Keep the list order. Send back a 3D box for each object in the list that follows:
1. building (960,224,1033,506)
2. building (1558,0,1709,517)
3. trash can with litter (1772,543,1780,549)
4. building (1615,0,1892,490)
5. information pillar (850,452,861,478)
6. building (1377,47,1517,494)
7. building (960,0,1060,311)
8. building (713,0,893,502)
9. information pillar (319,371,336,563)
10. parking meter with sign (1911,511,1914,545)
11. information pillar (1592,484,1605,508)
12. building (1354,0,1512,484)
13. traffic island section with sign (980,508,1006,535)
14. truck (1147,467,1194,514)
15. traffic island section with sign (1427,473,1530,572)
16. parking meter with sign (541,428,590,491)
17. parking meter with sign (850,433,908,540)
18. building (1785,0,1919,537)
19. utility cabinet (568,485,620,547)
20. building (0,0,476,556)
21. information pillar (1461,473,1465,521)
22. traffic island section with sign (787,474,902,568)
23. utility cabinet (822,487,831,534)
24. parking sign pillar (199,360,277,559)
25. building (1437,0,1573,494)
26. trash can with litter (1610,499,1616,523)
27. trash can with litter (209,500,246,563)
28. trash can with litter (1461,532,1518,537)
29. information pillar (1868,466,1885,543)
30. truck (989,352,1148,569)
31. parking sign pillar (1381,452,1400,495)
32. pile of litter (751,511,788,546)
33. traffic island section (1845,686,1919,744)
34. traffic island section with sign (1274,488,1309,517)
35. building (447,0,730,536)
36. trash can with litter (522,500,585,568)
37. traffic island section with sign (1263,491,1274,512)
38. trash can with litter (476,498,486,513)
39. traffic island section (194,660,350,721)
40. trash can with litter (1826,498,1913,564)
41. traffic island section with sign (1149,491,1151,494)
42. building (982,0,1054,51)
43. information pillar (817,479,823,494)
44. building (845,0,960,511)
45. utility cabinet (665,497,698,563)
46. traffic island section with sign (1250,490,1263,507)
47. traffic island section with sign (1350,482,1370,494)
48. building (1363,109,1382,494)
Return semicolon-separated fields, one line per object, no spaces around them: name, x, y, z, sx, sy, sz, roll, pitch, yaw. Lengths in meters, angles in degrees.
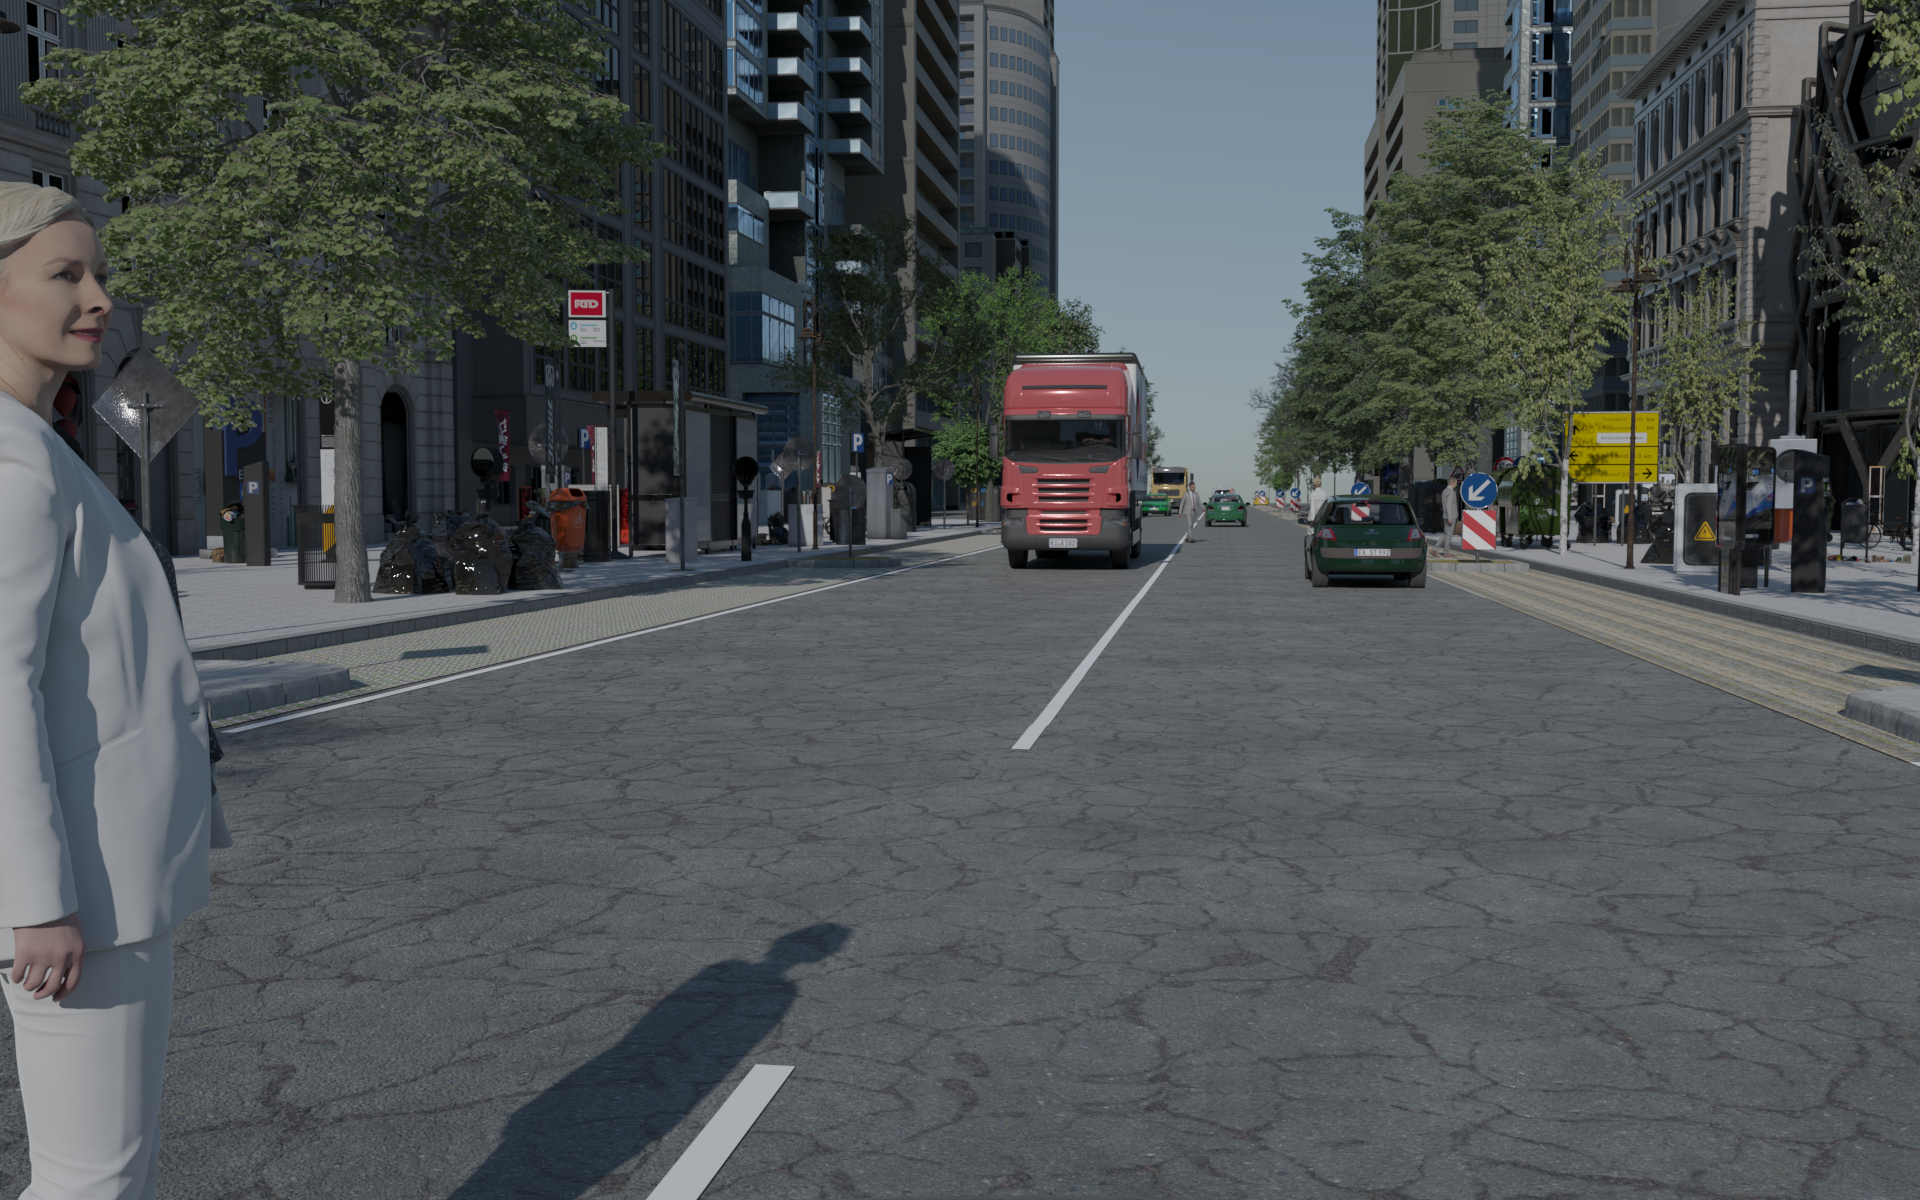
building;0.283;-25.554;189.508;14.160;30.474;14.107;1;4;8
building;49.581;-25.042;101.317;32.217;40.220;23.993;1;4;8
trash can with litter;18.762;-1.772;40.353;0.624;1.170;1.055;1;4;13
building;34.884;-14.839;71.490;11.050;23.489;19.941;1;4;8
information pillar;-4.055;-4.625;66.975;0.504;3.616;0.183;3;4;38
building;57.116;-34.355;185.403;21.300;48.544;21.600;1;4;8
building;0.199;-40.857;210.018;21.231;58.520;28.212;1;4;8
building;-15.976;-48.344;103.088;22.319;86.520;31.000;1;4;8
information pillar;-11.651;-2.498;32.198;0.504;3.616;0.183;0;4;5
parking meter with sign;24.410;-2.890;43.519;0.543;3.016;1.738;3;5;44
information pillar;19.867;-3.022;53.909;0.304;2.012;0.304;0;3;0
building;63.358;-48.252;227.175;20.563;71.187;20.611;1;4;8
traffic island section with sign;1.807;-3.213;61.162;1.989;1.847;2.006;1;4;8
truck;15.161;-7.909;125.231;3.469;3.379;9.791;0;4;8
traffic island section with sign;9.571;-1.473;32.704;1.989;1.847;2.006;1;4;8
parking meter with sign;-10.731;-3.045;46.046;1.738;3.016;0.543;1;4;17
parking meter with sign;-2.269;-3.225;48.993;1.738;3.016;0.543;2;4;35
building;34.987;-11.353;53.073;16.820;18.784;16.811;1;4;8
utility cabinet;-8.743;-2.000;41.376;1.173;1.500;0.318;-1;4;-10
building;-21.749;-11.983;37.720;13.314;21.916;24.055;1;4;8
information pillar;17.421;-3.360;59.435;0.304;2.012;0.304;-2;4;-26
traffic island section with sign;-2.213;-1.563;34.177;1.989;1.847;2.006;1;4;8
utility cabinet;-4.295;-2.887;55.880;0.318;1.500;1.173;0;4;-4
parking sign pillar;-14.460;-2.821;34.600;1.447;3.967;1.447;1;4;17
building;48.981;-49.851;127.741;22.319;86.520;31.000;1;4;8
trash can with litter;28.770;-3.941;75.821;1.055;1.170;0.624;-2;4;-34
trash can with litter;-13.638;-1.275;32.238;1.055;1.170;0.624;3;4;37
trash can with litter;15.902;-2.496;51.867;2.233;1.210;1.678;-1;4;-14
information pillar;24.211;-2.525;45.769;0.304;2.012;0.304;3;5;42
truck;2.572;-2.922;36.685;2.839;4.237;11.283;0;4;8
parking sign pillar;20.824;-5.785;83.059;1.447;3.967;1.447;1;4;9
pile of litter;-4.894;-1.821;43.732;1.176;0.858;1.719;2;4;24
traffic island section;6.505;0.748;10.046;2.009;0.180;2.903;1;4;8
traffic island section with sign;20.970;-6.140;109.012;1.989;1.847;2.006;1;4;8
building;-17.974;-16.375;61.234;14.314;27.812;24.014;1;4;8
trash can with litter;-7.066;-1.148;30.159;1.055;1.170;0.624;0;4;8
traffic island section with sign;24.960;-7.773;135.715;1.989;1.847;2.006;1;4;8
trash can with litter;-11.245;-1.879;41.775;1.678;1.210;2.233;1;4;9
traffic island section;-5.553;0.638;11.845;2.009;0.180;2.903;1;4;8
trash can with litter;17.177;-1.320;32.639;1.678;1.210;2.233;-2;4;-32
traffic island section with sign;21.424;-11.243;192.456;1.989;1.847;2.006;1;4;8
building;4.227;-48.649;233.667;20.563;71.187;20.611;1;4;8
information pillar;-6.687;-4.749;82.130;0.304;2.012;0.304;2;4;26
building;-12.109;-30.979;130.213;21.300;48.544;21.600;1;4;8
utility cabinet;-5.294;-1.330;32.899;0.306;1.237;1.020;1;4;11
traffic island section with sign;33.076;-11.099;190.102;1.989;1.847;2.006;1;4;8
traffic island section with sign;13.555;-3.106;59.404;1.989;1.847;2.006;1;4;8
building;59.783;-35.668;206.866;21.300;48.544;21.600;1;4;8
